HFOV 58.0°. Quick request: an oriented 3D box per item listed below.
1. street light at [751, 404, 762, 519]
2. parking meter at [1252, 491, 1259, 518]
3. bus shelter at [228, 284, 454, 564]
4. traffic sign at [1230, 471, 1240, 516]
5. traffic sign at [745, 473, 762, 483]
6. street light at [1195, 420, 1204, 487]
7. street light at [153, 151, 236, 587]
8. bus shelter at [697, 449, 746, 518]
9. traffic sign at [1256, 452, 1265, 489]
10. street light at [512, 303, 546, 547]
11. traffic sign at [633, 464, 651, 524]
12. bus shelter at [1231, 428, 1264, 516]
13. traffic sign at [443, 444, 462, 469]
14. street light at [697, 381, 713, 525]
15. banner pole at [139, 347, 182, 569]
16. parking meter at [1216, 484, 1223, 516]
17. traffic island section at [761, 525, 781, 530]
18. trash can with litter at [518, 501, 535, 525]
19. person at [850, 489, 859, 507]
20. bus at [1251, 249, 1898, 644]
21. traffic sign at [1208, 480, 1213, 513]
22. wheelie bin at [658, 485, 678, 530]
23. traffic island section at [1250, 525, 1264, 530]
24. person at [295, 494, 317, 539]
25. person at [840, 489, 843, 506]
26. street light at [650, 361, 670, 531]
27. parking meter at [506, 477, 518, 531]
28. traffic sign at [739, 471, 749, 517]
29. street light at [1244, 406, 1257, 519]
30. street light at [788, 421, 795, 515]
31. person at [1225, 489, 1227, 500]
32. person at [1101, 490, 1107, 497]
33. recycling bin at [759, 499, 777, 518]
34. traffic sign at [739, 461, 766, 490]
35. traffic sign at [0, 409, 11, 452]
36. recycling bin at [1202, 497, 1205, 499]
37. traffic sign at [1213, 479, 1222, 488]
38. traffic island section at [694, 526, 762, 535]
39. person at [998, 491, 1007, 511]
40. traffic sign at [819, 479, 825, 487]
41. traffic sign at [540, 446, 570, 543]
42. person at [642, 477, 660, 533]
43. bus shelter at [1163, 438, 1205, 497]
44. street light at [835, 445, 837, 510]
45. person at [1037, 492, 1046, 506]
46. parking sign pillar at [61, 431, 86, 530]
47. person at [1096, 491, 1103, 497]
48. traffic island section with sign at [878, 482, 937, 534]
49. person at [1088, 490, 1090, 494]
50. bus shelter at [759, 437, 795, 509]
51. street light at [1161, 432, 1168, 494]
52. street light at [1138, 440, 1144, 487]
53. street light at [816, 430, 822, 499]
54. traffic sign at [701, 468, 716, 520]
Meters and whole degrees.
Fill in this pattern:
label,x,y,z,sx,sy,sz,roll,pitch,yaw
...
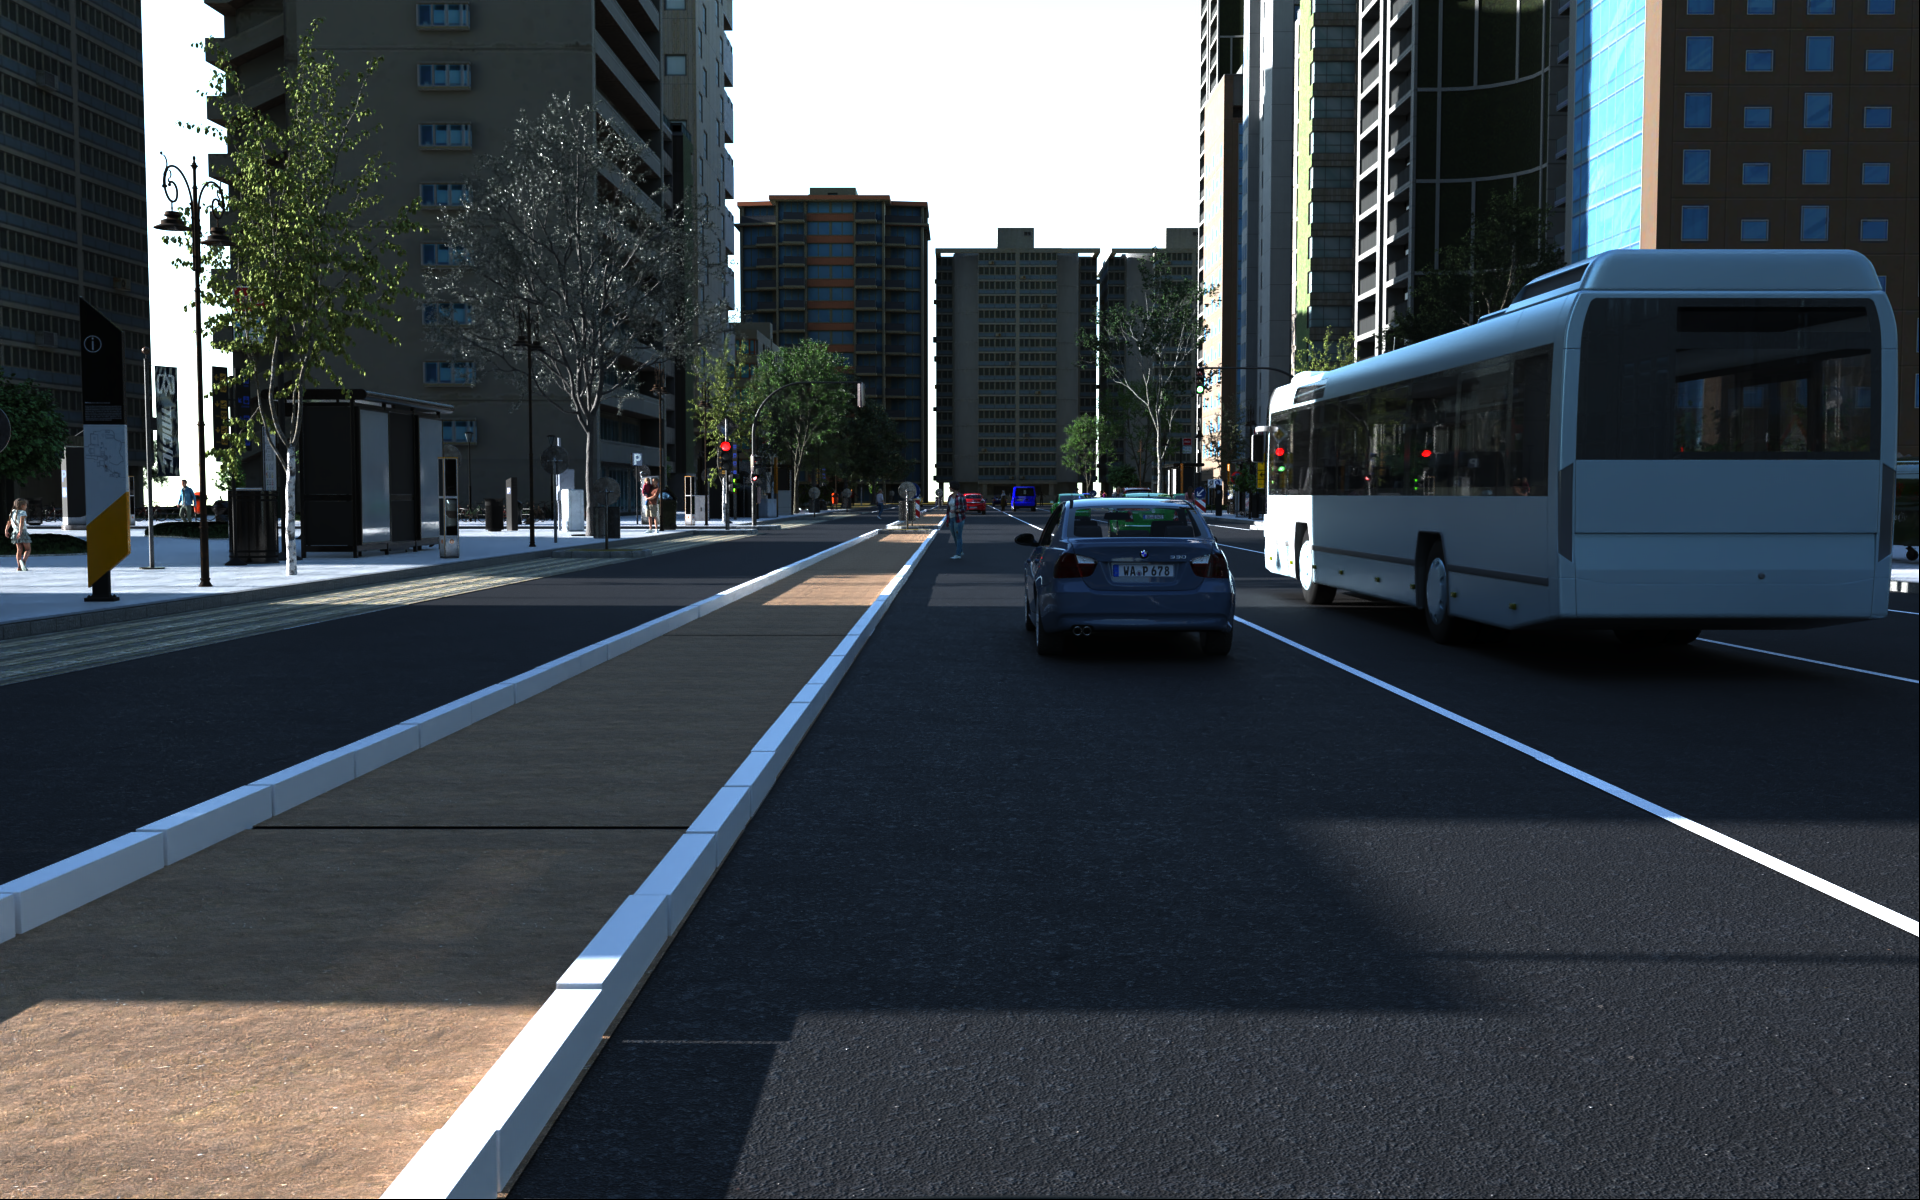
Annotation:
label,x,y,z,sx,sy,sz,roll,pitch,yaw
street light,-10.403,-7.098,88.842,0.468,5.910,1.993,0,3,0
parking meter,15.783,-5.306,92.472,0.255,1.863,0.399,2,4,34
bus shelter,-12.856,-3.567,35.954,2.179,5.291,8.768,0,3,0
traffic sign,15.453,-5.897,96.523,0.768,2.556,0.104,1,4,8
traffic sign,-10.175,-5.223,85.400,0.884,2.594,0.081,0,4,3
street light,14.951,-8.287,108.279,0.468,5.910,1.993,0,3,0
street light,-10.469,-3.123,23.851,0.468,5.910,1.993,0,3,0
bus shelter,-12.548,-6.130,91.510,1.731,3.624,6.357,0,3,0
traffic sign,15.619,-5.549,84.605,2.265,3.308,0.079,0,4,2
street light,-10.419,-4.234,42.019,0.468,5.910,1.993,0,3,0
traffic sign,-13.669,-4.544,74.408,0.768,2.556,0.104,1,4,9
bus shelter,17.499,-7.688,103.332,2.179,5.291,8.768,0,3,0
traffic sign,-13.087,-2.696,44.187,0.768,2.556,0.104,0,4,7
street light,-10.373,-5.987,70.674,0.468,5.910,1.993,0,3,0
banner pole,-13.734,-2.430,29.748,0.401,3.779,0.863,2,4,25
parking meter,15.219,-5.869,101.673,0.399,1.863,0.255,1,4,14
traffic island section,-8.352,-2.930,70.182,2.009,0.180,2.903,0,3,0
trash can with litter,-18.529,-3.780,73.194,1.055,1.170,0.624,-2,4,-24
person,-10.911,-10.341,175.081,1.348,1.831,0.705,0,4,-8
bus,5.744,-1.517,19.659,2.948,3.499,13.247,0,4,0
traffic sign,17.319,-7.154,119.089,0.606,2.300,0.079,0,4,3
wheelie bin,-10.501,-3.317,62.135,0.693,1.594,0.980,-1,4,-16
traffic island section,12.889,-2.927,70.136,2.009,0.180,2.903,0,3,0
person,-18.422,-2.662,48.932,0.648,1.900,0.474,2,4,25
person,-12.965,-11.202,189.204,0.705,1.824,1.348,0,4,-1
street light,-10.405,-5.347,60.213,0.468,5.910,1.993,0,3,0
parking meter,-15.708,-3.363,60.701,0.399,1.863,0.255,3,5,42
traffic sign,-11.843,-5.795,94.852,0.768,2.556,0.104,0,4,8
street light,14.954,-7.120,89.207,0.468,5.910,1.993,0,3,0
street light,-10.386,-8.209,107.011,0.468,5.910,1.993,0,3,0
person,24.223,-9.159,156.238,0.683,1.767,0.568,2,4,24
person,17.563,-12.525,211.504,0.721,1.739,1.217,-2,4,-32
recycling bin,-10.417,-4.967,93.757,0.722,1.027,0.722,3,4,38
traffic sign,-13.193,-6.964,107.741,2.265,3.308,0.079,0,4,1
traffic sign,-13.542,-1.463,24.027,0.768,2.556,0.104,0,4,1
recycling bin,18.513,-7.431,134.047,0.722,1.027,0.722,-1,4,-10
traffic sign,17.472,-7.058,117.522,0.606,2.300,0.079,0,4,2
traffic island section,-8.368,-2.441,62.197,2.009,0.180,2.903,0,3,0
person,3.611,-8.488,148.013,0.721,1.736,1.217,-2,4,-34
traffic sign,-11.421,-8.815,144.223,0.768,2.556,0.104,0,4,2
traffic sign,-10.636,-2.776,45.486,0.768,2.556,0.104,0,4,1
person,-10.207,-3.132,57.223,0.580,1.828,0.573,-1,4,-15
bus shelter,15.480,-8.776,121.126,2.179,5.291,8.768,0,4,0
street light,-10.267,-10.446,143.583,0.468,5.910,1.993,0,3,0
person,9.909,-12.338,210.936,1.217,1.735,0.721,0,4,-6
parking sign pillar,-31.380,-4.493,61.925,1.447,3.967,1.447,3,4,38
person,17.843,-13.024,219.700,1.217,1.735,0.721,1,4,17
traffic island section with sign,-1.926,-3.320,62.418,2.006,1.907,1.989,0,3,0
person,15.403,-12.264,206.543,0.705,1.826,1.348,2,4,30
bus shelter,-12.859,-8.899,123.124,2.179,5.291,8.768,0,3,0
street light,14.932,-9.402,126.510,0.468,5.910,1.993,0,3,0
street light,15.092,-10.522,144.814,0.468,5.910,1.993,0,3,0
street light,-10.227,-9.321,125.179,0.468,5.910,1.993,0,3,0
traffic sign,-12.265,-5.164,84.538,0.768,2.556,0.104,0,4,5
